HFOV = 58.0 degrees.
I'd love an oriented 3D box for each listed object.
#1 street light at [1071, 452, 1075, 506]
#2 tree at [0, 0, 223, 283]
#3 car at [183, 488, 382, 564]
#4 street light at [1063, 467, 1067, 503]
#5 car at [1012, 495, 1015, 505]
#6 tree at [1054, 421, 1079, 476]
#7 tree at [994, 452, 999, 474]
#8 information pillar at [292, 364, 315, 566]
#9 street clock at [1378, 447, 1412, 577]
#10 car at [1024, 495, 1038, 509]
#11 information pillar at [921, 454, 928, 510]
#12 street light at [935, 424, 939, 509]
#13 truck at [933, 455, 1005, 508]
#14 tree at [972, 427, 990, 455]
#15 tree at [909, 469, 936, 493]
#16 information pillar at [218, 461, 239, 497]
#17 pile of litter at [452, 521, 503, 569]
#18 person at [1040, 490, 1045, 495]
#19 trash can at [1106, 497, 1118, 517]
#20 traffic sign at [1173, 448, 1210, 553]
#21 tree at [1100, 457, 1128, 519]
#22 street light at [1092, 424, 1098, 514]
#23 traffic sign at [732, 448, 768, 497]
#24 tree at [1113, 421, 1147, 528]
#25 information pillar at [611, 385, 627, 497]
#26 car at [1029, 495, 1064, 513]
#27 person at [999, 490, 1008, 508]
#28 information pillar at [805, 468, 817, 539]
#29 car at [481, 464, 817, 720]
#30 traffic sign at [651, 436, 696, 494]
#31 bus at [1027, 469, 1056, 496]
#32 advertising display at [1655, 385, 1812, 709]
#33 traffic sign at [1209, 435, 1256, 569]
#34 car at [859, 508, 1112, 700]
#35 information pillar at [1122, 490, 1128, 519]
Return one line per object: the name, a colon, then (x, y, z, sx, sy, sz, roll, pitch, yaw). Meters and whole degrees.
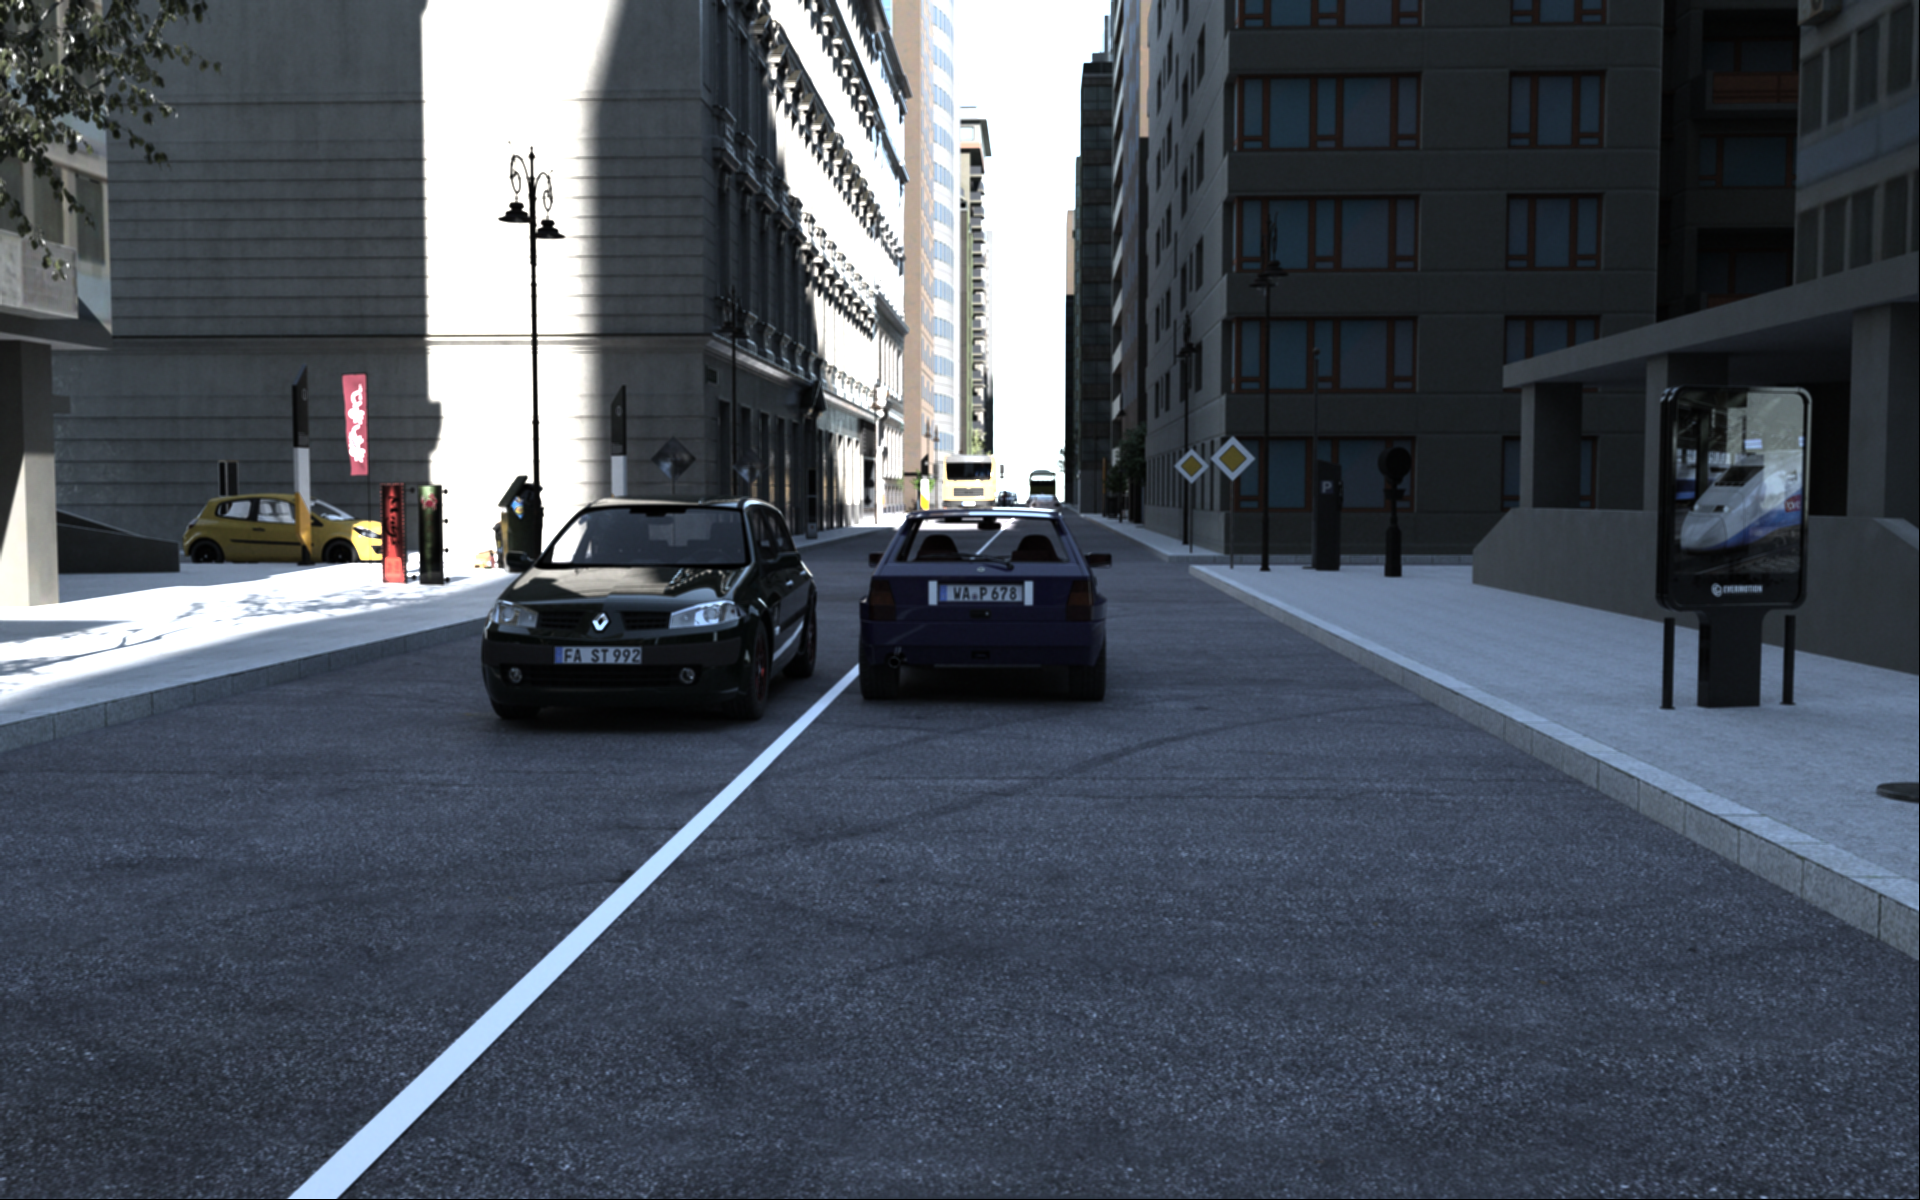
street light: (13.152, -14.161, 204.317, 0.468, 5.910, 1.993, 0, 4, 3)
tree: (-6.835, -3.741, 11.521, 4.360, 8.622, 3.978, 0, 3, 0)
car: (-12.644, -1.395, 33.029, 3.980, 1.641, 2.015, 0, 4, 4)
street light: (16.170, -18.289, 271.815, 0.468, 5.910, 1.993, 0, 4, 3)
car: (6.339, -13.360, 230.445, 2.014, 1.417, 4.499, 0, 4, 1)
tree: (13.970, -16.091, 197.502, 7.601, 10.594, 8.767, 3, 5, 41)
tree: (4.308, -19.724, 272.845, 4.360, 8.622, 3.978, 0, 3, 0)
information pillar: (-11.794, -2.428, 31.045, 0.183, 3.616, 0.504, 0, 4, 3)
street clock: (6.723, -1.362, 26.831, 0.471, 2.002, 0.358, -1, 4, -20)
car: (6.041, -7.555, 135.892, 2.083, 1.381, 4.827, 0, 4, 1)
information pillar: (-2.037, -6.670, 100.404, 0.504, 3.616, 0.183, -3, 5, -39)
street light: (-1.565, -8.699, 115.018, 0.468, 5.910, 1.993, 0, 4, 3)
truck: (0.548, -5.592, 87.358, 3.469, 3.379, 9.791, 0, 4, 2)
tree: (1.333, -14.715, 190.955, 4.737, 8.622, 4.395, 0, 3, 0)
tree: (-2.188, -7.153, 111.546, 1.663, 3.219, 1.824, 0, 3, 0)
information pillar: (-16.076, -2.056, 38.108, 0.304, 2.012, 0.304, 2, 4, 35)
pile of litter: (-7.939, -0.983, 30.036, 1.719, 0.858, 1.176, -1, 4, -10)
person: (6.330, -7.521, 132.413, 0.756, 1.711, 0.436, 2, 4, 30)
trash can: (8.368, -5.103, 95.090, 0.748, 1.137, 0.748, 0, 3, 0)
traffic sign: (5.021, -2.078, 37.618, 0.795, 2.450, 0.064, 0, 4, 3)
tree: (7.937, -5.763, 88.826, 1.663, 3.219, 1.824, 0, 3, 0)
street light: (9.229, -9.019, 120.247, 0.468, 5.910, 1.993, 0, 4, 3)
traffic sign: (-4.612, -2.106, 38.077, 0.795, 2.450, 0.064, 0, 4, 3)
tree: (7.581, -5.076, 66.711, 4.285, 4.588, 4.351, 0, 3, 0)
information pillar: (-7.350, -2.815, 37.380, 0.183, 3.616, 0.504, -3, 5, -44)
car: (5.098, -5.499, 102.268, 2.083, 1.381, 4.827, 0, 4, 5)
person: (3.284, -7.418, 130.503, 0.721, 1.743, 1.217, -2, 4, -32)
information pillar: (-4.246, -2.752, 49.481, 0.304, 2.012, 0.304, -1, 4, -13)
car: (-2.055, -0.151, 12.260, 2.009, 1.686, 4.222, 0, 4, 2)
traffic sign: (-4.976, -1.618, 30.100, 0.795, 2.450, 0.064, 0, 4, 3)
bus: (8.044, -10.931, 170.266, 2.896, 3.916, 12.252, 0, 4, 2)
advertising display: (4.645, -0.318, 10.411, 0.974, 1.923, 0.123, -1, 4, -15)
traffic sign: (4.657, -1.590, 29.642, 0.795, 2.450, 0.064, 0, 4, 3)
car: (0.219, -0.050, 13.404, 1.945, 1.354, 3.894, 0, 4, 2)
information pillar: (8.656, -5.259, 90.471, 0.304, 2.012, 0.304, -3, 4, -38)
